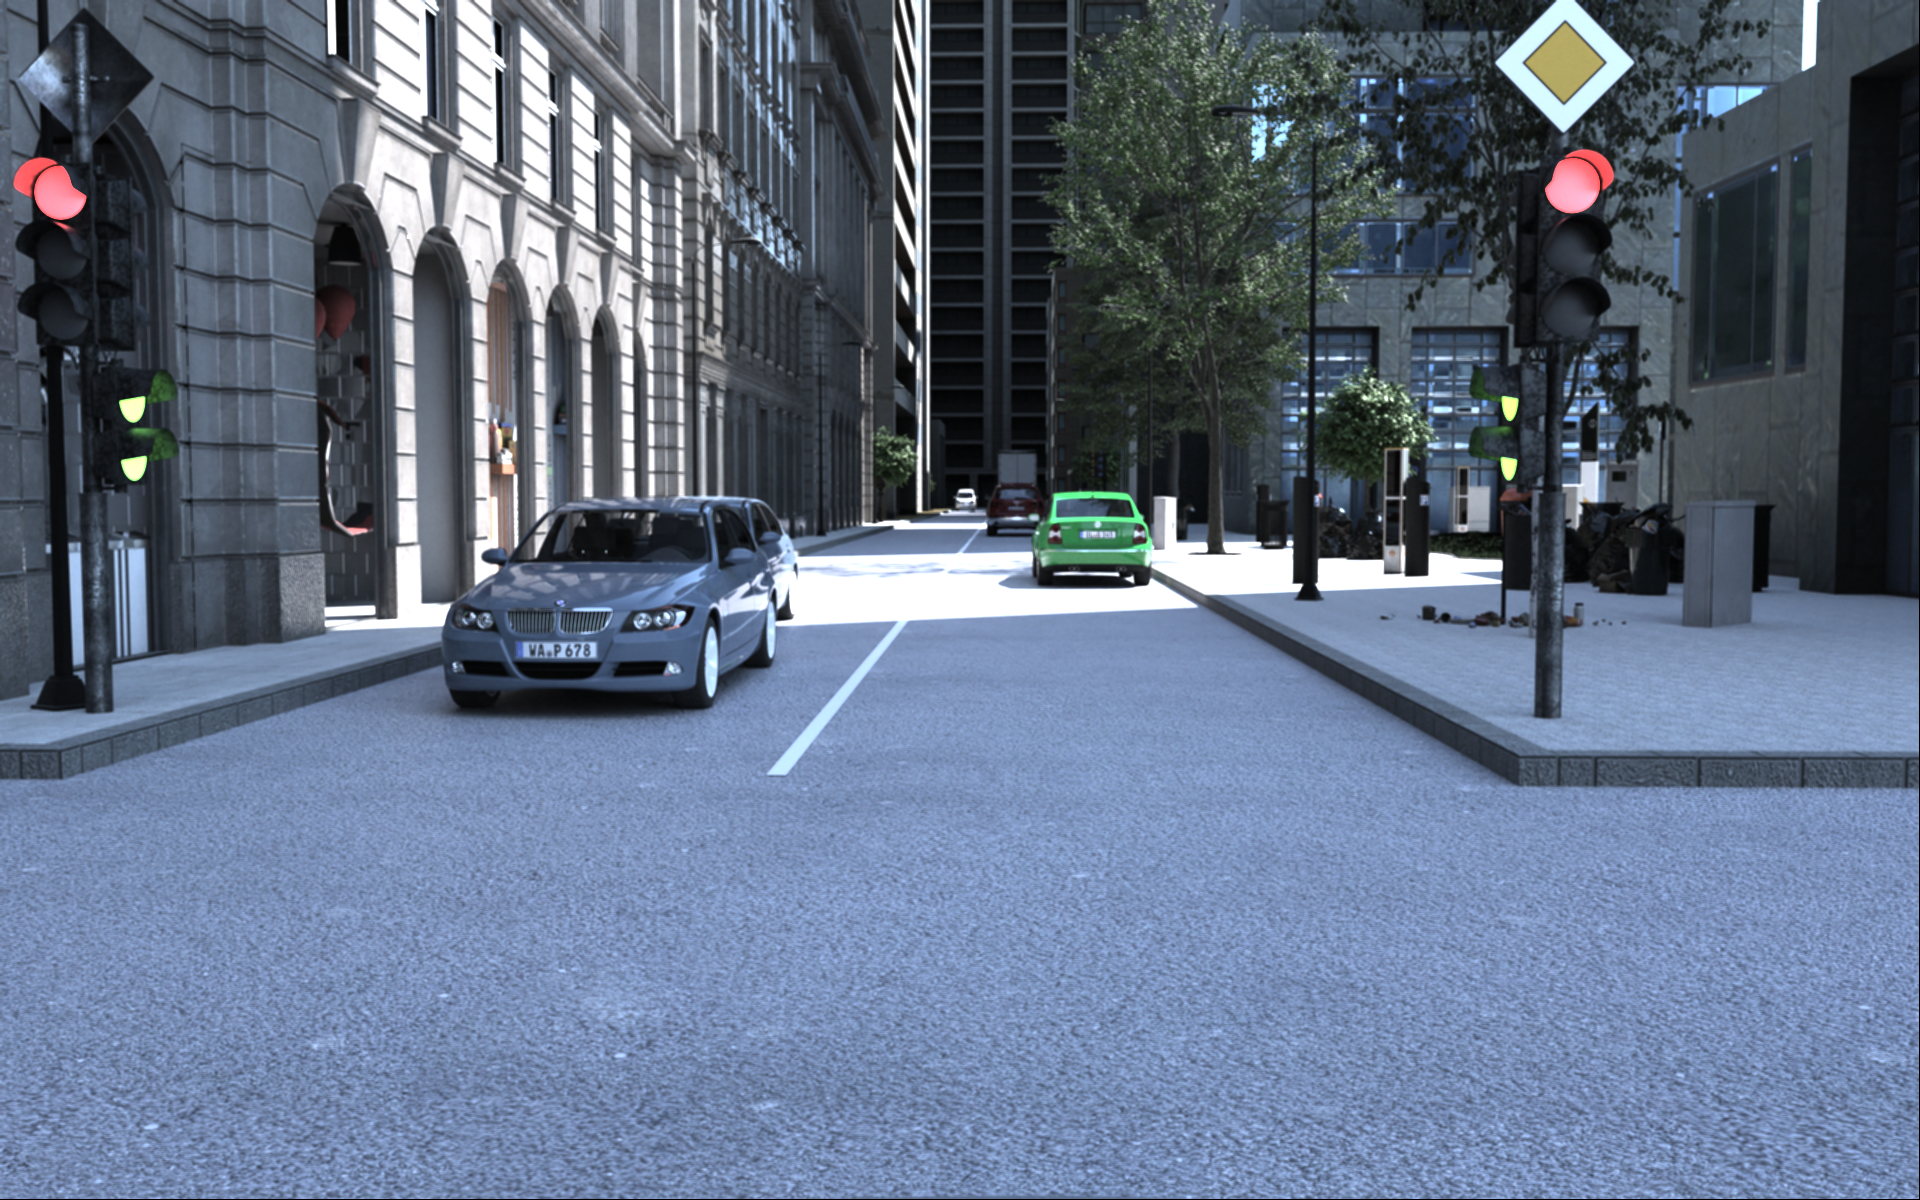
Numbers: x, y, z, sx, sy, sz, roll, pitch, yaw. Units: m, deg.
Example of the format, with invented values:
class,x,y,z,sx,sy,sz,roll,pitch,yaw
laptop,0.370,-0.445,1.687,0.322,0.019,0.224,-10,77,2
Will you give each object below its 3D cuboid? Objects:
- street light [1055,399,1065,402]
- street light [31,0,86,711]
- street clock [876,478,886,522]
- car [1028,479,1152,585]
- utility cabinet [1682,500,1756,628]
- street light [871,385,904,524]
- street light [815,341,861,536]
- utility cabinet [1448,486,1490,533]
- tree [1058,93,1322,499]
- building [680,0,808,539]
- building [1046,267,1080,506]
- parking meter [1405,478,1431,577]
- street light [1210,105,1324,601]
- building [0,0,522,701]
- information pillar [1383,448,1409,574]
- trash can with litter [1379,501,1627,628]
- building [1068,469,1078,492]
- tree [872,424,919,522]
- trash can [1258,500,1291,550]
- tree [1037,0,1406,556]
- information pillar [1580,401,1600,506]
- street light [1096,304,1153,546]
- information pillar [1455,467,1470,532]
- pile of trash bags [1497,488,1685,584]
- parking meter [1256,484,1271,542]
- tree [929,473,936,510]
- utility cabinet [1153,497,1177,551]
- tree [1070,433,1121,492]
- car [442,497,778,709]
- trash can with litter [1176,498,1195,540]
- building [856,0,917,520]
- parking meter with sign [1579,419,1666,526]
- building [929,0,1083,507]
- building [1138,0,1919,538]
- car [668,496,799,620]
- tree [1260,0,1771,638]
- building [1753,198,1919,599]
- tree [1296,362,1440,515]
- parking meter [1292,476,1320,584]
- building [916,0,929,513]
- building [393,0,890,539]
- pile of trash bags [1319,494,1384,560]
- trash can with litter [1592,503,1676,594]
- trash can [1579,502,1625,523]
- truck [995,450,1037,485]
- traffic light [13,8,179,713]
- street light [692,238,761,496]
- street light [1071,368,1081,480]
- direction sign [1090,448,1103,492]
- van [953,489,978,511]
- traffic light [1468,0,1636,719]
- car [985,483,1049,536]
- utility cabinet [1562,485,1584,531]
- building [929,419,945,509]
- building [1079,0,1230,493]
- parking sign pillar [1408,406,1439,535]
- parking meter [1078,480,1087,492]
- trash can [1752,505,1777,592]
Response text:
class,x,y,z,sx,sy,sz,roll,pitch,yaw
street light,5.353,-6.876,84.971,1.470,5.913,1.316,0,4,2
street light,-4.837,-2.303,10.201,1.470,5.913,1.316,0,4,2
street clock,-3.576,-4.505,78.228,0.471,2.002,0.358,1,4,12
car,2.111,-1.207,28.526,1.959,1.807,4.718,0,4,0
utility cabinet,7.456,-0.359,17.029,1.020,1.237,0.306,-3,5,-45
street light,-3.097,-6.211,74.093,1.470,5.913,1.316,0,4,2
street light,-3.706,-4.909,52.805,1.470,5.913,1.316,0,4,2
utility cabinet,14.882,-2.567,50.656,1.173,1.500,0.318,-1,4,-15
tree,6.570,-8.048,49.712,7.486,12.596,7.792,0,3,0
building,-9.594,-11.871,43.241,9.793,20.994,18.267,0,4,2
building,21.417,-18.426,146.310,27.650,21.520,28.899,0,4,2
parking meter,7.132,-1.137,26.995,0.372,1.533,0.369,0,3,0
street light,3.693,-2.954,20.844,1.470,5.913,1.316,0,4,2
building,-11.489,-10.986,21.421,13.314,21.916,24.055,0,4,2
information pillar,6.984,-1.422,27.749,0.304,2.012,0.304,2,4,33
trash can with litter,5.333,-0.380,17.270,2.233,1.210,1.678,3,5,39
building,23.794,-26.139,119.258,32.217,40.220,23.993,0,4,2
tree,-3.585,-5.979,81.470,4.285,4.588,4.351,0,3,0
trash can,7.267,-1.737,40.051,0.748,1.137,0.748,0,3,0
tree,5.236,-6.760,36.277,9.928,11.665,9.643,0,3,0
information pillar,16.015,-3.221,44.023,0.183,3.616,0.504,-2,4,-33
street light,4.116,-4.279,42.509,1.470,5.913,1.316,0,4,2
information pillar,13.630,-2.601,47.024,0.304,2.012,0.304,0,4,5
pile of trash bags,8.985,-0.928,24.918,3.447,1.369,1.912,-2,4,-34
parking meter,8.065,-2.300,46.013,0.372,1.533,0.369,0,3,0
tree,-2.638,-8.781,138.178,1.663,3.219,1.824,0,3,0
utility cabinet,4.715,-1.750,39.777,0.306,1.237,1.020,1,4,21
tree,7.389,-6.652,92.476,4.285,4.588,4.351,0,3,0
car,-2.465,-0.068,13.114,2.014,1.417,4.499,0,4,2
trash can with litter,6.009,-2.239,47.996,0.624,1.170,1.055,2,4,34
building,-13.624,-28.877,95.834,21.300,48.544,21.600,0,4,2
parking meter with sign,14.709,-2.585,38.534,1.738,3.016,0.543,1,4,17
building,6.812,-45.236,177.862,20.611,71.187,20.563,0,4,2
building,18.662,-46.138,67.024,22.319,86.520,31.000,0,4,2
car,-2.829,-0.400,18.550,2.014,1.417,4.499,0,4,3
tree,4.985,-3.956,15.044,4.360,8.622,3.978,0,3,0
building,26.640,-43.152,18.200,31.000,86.520,22.319,0,4,2
tree,10.155,-3.620,42.903,4.285,4.588,4.351,0,3,0
parking meter,4.965,-1.006,24.854,0.372,1.533,0.369,0,3,0
building,-13.272,-35.376,120.389,21.231,58.520,28.212,0,4,2
building,-10.035,-13.612,64.356,13.314,21.916,24.055,0,4,2
pile of trash bags,7.902,-1.558,35.219,1.912,1.369,3.447,-2,4,-24
trash can with litter,8.629,-0.665,22.258,0.624,1.170,1.055,-2,4,-32
trash can,10.886,-1.087,29.419,0.748,1.137,0.748,0,3,0
truck,3.762,-7.761,115.804,2.839,4.237,11.283,0,4,1
traffic light,-5.046,-1.294,10.070,0.839,4.253,0.868,0,4,2
street light,-4.299,-3.611,31.574,1.470,5.913,1.316,0,4,2
street light,4.786,-5.578,63.738,1.470,5.913,1.316,0,4,2
direction sign,6.626,-5.640,84.214,0.379,3.537,0.876,-3,5,-41
van,0.476,-8.434,144.902,2.013,2.044,4.112,0,4,1
traffic light,3.363,-1.280,9.850,0.839,4.253,0.868,0,4,2
car,1.983,-3.168,60.473,2.281,1.827,5.304,0,4,2
utility cabinet,14.150,-1.976,40.984,0.318,1.500,1.173,-3,4,-36
building,-17.195,-51.144,148.873,31.000,86.520,22.319,0,4,2
building,13.912,-20.129,100.811,14.160,30.474,14.107,0,4,2
parking sign pillar,13.810,-3.915,52.486,1.447,3.967,1.447,1,4,22
parking meter,5.235,-4.162,73.758,0.255,1.863,0.399,-2,4,-26
trash can,10.347,-0.685,22.855,0.748,1.137,0.748,0,3,0
